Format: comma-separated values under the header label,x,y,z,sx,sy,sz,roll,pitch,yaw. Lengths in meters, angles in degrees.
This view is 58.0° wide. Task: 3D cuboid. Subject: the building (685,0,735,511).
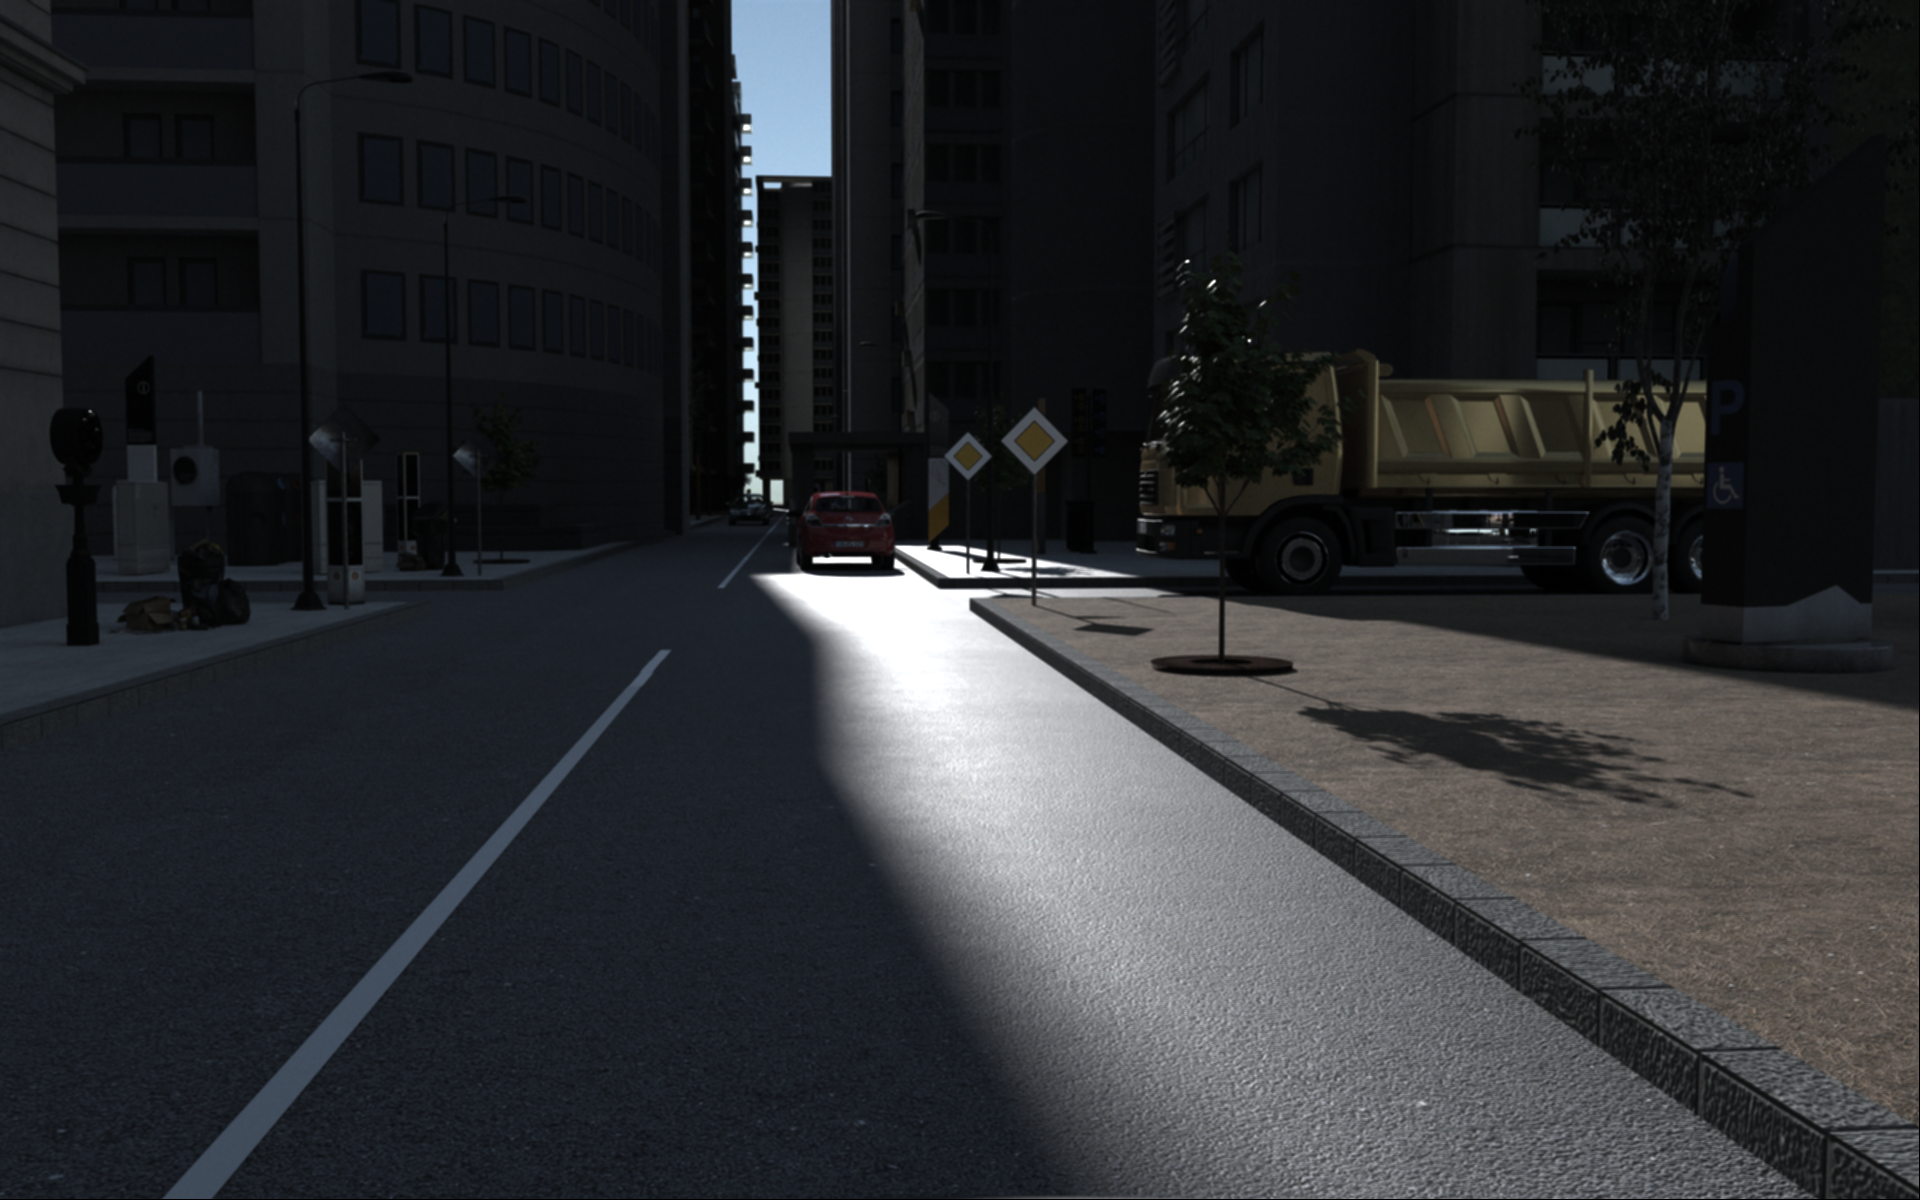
label,x,y,z,sx,sy,sz,roll,pitch,yaw
building,-25.110,-29.745,136.448,14.600,45.320,14.200,0,4,-5

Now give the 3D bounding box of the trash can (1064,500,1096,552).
label,x,y,z,sx,sy,sz,roll,pitch,yaw
trash can,2.670,-1.641,38.476,0.748,1.137,0.748,0,3,0

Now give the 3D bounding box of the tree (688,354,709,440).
label,x,y,z,sx,sy,sz,roll,pitch,yaw
tree,-12.737,-7.474,72.555,4.737,8.622,4.395,0,3,0

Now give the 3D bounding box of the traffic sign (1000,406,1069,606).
label,x,y,z,sx,sy,sz,roll,pitch,yaw
traffic sign,0.849,-0.993,19.871,0.795,2.450,0.064,0,4,-5

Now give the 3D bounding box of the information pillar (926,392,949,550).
label,x,y,z,sx,sy,sz,roll,pitch,yaw
information pillar,-0.507,-2.961,39.770,0.504,3.616,0.183,-1,4,-14

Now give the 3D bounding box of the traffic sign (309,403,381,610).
label,x,y,z,sx,sy,sz,roll,pitch,yaw
traffic sign,-6.816,-0.951,19.197,0.795,2.450,0.064,0,4,-5

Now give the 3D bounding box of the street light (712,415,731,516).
label,x,y,z,sx,sy,sz,roll,pitch,yaw
street light,-14.087,-7.870,101.208,1.470,5.913,1.316,0,4,-5

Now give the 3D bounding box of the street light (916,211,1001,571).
label,x,y,z,sx,sy,sz,roll,pitch,yaw
street light,-0.032,-3.434,28.681,1.470,5.913,1.316,0,4,-5

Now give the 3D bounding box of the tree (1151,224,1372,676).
label,x,y,z,sx,sy,sz,roll,pitch,yaw
tree,1.864,-1.096,12.526,1.663,3.219,1.824,0,3,0

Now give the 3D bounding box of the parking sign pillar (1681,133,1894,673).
label,x,y,z,sx,sy,sz,roll,pitch,yaw
parking sign pillar,6.236,-1.499,12.974,1.447,3.967,1.447,-1,4,-22

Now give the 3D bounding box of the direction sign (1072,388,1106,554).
label,x,y,z,sx,sy,sz,roll,pitch,yaw
direction sign,2.775,-2.771,37.305,0.876,3.537,0.379,-2,4,-30

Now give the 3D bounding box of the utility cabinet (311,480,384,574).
label,x,y,z,sx,sy,sz,roll,pitch,yaw
utility cabinet,-9.900,-1.176,27.914,0.318,1.500,1.173,2,4,35

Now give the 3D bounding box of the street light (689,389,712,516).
label,x,y,z,sx,sy,sz,roll,pitch,yaw
street light,-11.875,-6.362,76.559,1.470,5.913,1.316,0,4,-5

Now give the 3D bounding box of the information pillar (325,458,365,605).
label,x,y,z,sx,sy,sz,roll,pitch,yaw
information pillar,-7.131,-0.953,20.074,0.304,2.012,0.304,2,4,27

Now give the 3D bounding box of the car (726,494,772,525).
label,x,y,z,sx,sy,sz,roll,pitch,yaw
car,-9.832,-4.222,80.820,2.131,1.459,4.920,0,4,-5

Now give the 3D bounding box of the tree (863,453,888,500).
label,x,y,z,sx,sy,sz,roll,pitch,yaw
tree,-2.933,-4.660,70.795,1.663,3.219,1.824,0,3,0

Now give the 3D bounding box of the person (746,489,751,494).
label,x,y,z,sx,sy,sz,roll,pitch,yaw
person,-12.535,-5.774,103.693,0.721,1.735,1.217,-1,4,-14

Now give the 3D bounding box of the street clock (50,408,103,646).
label,x,y,z,sx,sy,sz,roll,pitch,yaw
street clock,-7.456,-0.618,14.668,0.358,2.002,0.471,0,4,-1

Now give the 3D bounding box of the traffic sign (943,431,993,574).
label,x,y,z,sx,sy,sz,roll,pitch,yaw
traffic sign,0.126,-1.479,27.824,0.795,2.450,0.064,0,4,-5

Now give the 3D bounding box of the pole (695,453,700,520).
label,x,y,z,sx,sy,sz,roll,pitch,yaw
pole,-13.005,-5.631,85.913,0.158,3.312,0.155,0,3,0

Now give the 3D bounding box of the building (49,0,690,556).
label,x,y,z,sx,sy,sz,roll,pitch,yaw
building,-19.285,-30.956,48.123,21.231,58.520,28.212,0,4,-5

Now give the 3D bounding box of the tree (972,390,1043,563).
label,x,y,z,sx,sy,sz,roll,pitch,yaw
tree,0.751,-2.309,32.360,1.663,3.219,1.824,0,3,0

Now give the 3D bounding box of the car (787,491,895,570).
label,x,y,z,sx,sy,sz,roll,pitch,yaw
car,-2.311,-1.537,34.168,2.155,1.783,4.494,0,4,-7

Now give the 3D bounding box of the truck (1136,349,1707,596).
label,x,y,z,sx,sy,sz,roll,pitch,yaw
truck,6.631,-1.752,24.565,9.791,3.379,3.469,0,4,-4

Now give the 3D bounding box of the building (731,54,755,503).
label,x,y,z,sx,sy,sz,roll,pitch,yaw
building,-38.538,-35.171,194.650,30.456,49.044,23.786,0,4,-5

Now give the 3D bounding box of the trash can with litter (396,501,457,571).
label,x,y,z,sx,sy,sz,roll,pitch,yaw
trash can with litter,-8.997,-1.086,29.148,0.624,1.170,1.055,1,4,15

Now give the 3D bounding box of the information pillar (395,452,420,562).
label,x,y,z,sx,sy,sz,roll,pitch,yaw
information pillar,-9.781,-1.604,30.721,0.304,2.012,0.304,-3,5,-44

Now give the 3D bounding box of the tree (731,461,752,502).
label,x,y,z,sx,sy,sz,roll,pitch,yaw
tree,-19.972,-10.263,151.507,4.285,4.588,4.351,0,3,0

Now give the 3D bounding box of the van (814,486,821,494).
label,x,y,z,sx,sy,sz,roll,pitch,yaw
van,-11.510,-7.799,131.892,2.240,2.365,5.245,0,4,-7

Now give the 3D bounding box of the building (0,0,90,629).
label,x,y,z,sx,sy,sz,roll,pitch,yaw
building,-19.840,-13.639,10.383,23.554,28.519,14.401,0,4,-5

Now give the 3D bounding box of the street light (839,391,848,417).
label,x,y,z,sx,sy,sz,roll,pitch,yaw
street light,-4.578,-6.448,77.967,1.470,5.913,1.316,0,4,-5

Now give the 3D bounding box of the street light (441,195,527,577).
label,x,y,z,sx,sy,sz,roll,pitch,yaw
street light,-7.414,-3.330,26.979,1.470,5.913,1.316,0,4,-5

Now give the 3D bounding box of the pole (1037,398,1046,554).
label,x,y,z,sx,sy,sz,roll,pitch,yaw
pole,1.730,-2.633,36.886,0.158,3.312,0.155,0,3,0

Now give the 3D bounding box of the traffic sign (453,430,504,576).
label,x,y,z,sx,sy,sz,roll,pitch,yaw
traffic sign,-7.539,-1.438,27.150,0.795,2.450,0.064,0,4,-5

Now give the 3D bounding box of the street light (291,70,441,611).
label,x,y,z,sx,sy,sz,roll,pitch,yaw
street light,-6.691,-2.847,19.093,1.470,5.913,1.316,0,4,-5

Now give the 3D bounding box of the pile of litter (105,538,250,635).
label,x,y,z,sx,sy,sz,roll,pitch,yaw
pile of litter,-7.554,-0.166,16.673,1.176,0.858,1.719,1,4,20

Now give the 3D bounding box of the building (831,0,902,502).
label,x,y,z,sx,sy,sz,roll,pitch,yaw
building,-1.661,-38.071,164.455,21.231,58.520,28.212,0,4,-5

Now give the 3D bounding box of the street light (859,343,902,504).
label,x,y,z,sx,sy,sz,roll,pitch,yaw
street light,-2.384,-4.940,53.317,1.470,5.913,1.316,0,4,-5

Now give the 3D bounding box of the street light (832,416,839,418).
label,x,y,z,sx,sy,sz,roll,pitch,yaw
street light,-6.874,-7.955,102.609,1.470,5.913,1.316,0,4,-5

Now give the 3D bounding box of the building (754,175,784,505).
label,x,y,z,sx,sy,sz,roll,pitch,yaw
building,-11.650,-31.151,201.196,23.993,40.220,32.217,0,4,-5

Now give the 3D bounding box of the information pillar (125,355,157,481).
label,x,y,z,sx,sy,sz,roll,pitch,yaw
information pillar,-13.776,-2.315,29.202,0.504,3.616,0.183,0,4,4

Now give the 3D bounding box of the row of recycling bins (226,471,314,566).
label,x,y,z,sx,sy,sz,roll,pitch,yaw
row of recycling bins,-12.884,-1.547,32.412,1.069,1.692,3.534,0,4,-6

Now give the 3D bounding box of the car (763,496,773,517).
label,x,y,z,sx,sy,sz,roll,pitch,yaw
car,-12.574,-5.831,107.919,1.945,1.354,3.894,0,4,-3

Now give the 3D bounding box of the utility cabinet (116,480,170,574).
label,x,y,z,sx,sy,sz,roll,pitch,yaw
utility cabinet,-13.067,-1.167,27.752,0.318,1.500,1.173,0,4,-1

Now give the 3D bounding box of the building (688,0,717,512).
label,x,y,z,sx,sy,sz,roll,pitch,yaw
building,-27.796,-28.135,114.640,22.147,44.769,28.867,0,4,-5

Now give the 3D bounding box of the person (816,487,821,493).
label,x,y,z,sx,sy,sz,roll,pitch,yaw
person,-7.863,-5.340,95.912,0.694,1.812,0.767,1,4,12

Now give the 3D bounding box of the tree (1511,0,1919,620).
label,x,y,z,sx,sy,sz,roll,pitch,yaw
tree,7.400,-4.111,17.584,4.360,8.622,3.978,0,3,0

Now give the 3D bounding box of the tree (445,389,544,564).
label,x,y,z,sx,sy,sz,roll,pitch,yaw
tree,-8.473,-2.296,32.138,1.663,3.219,1.824,0,3,0

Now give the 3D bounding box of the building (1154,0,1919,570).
label,x,y,z,sx,sy,sz,roll,pitch,yaw
building,12.145,-21.473,34.686,14.086,41.232,14.154,0,4,-5

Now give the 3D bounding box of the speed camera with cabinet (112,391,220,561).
label,x,y,z,sx,sy,sz,roll,pitch,yaw
speed camera with cabinet,-15.284,-2.383,33.296,2.038,3.252,0.660,1,4,16

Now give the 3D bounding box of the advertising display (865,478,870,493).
label,x,y,z,sx,sy,sz,roll,pitch,yaw
advertising display,-3.635,-3.855,68.251,0.123,1.923,0.974,0,4,1

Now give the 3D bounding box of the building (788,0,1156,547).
label,x,y,z,sx,sy,sz,roll,pitch,yaw
building,10.782,-22.142,53.911,32.217,40.220,23.993,0,4,-5
